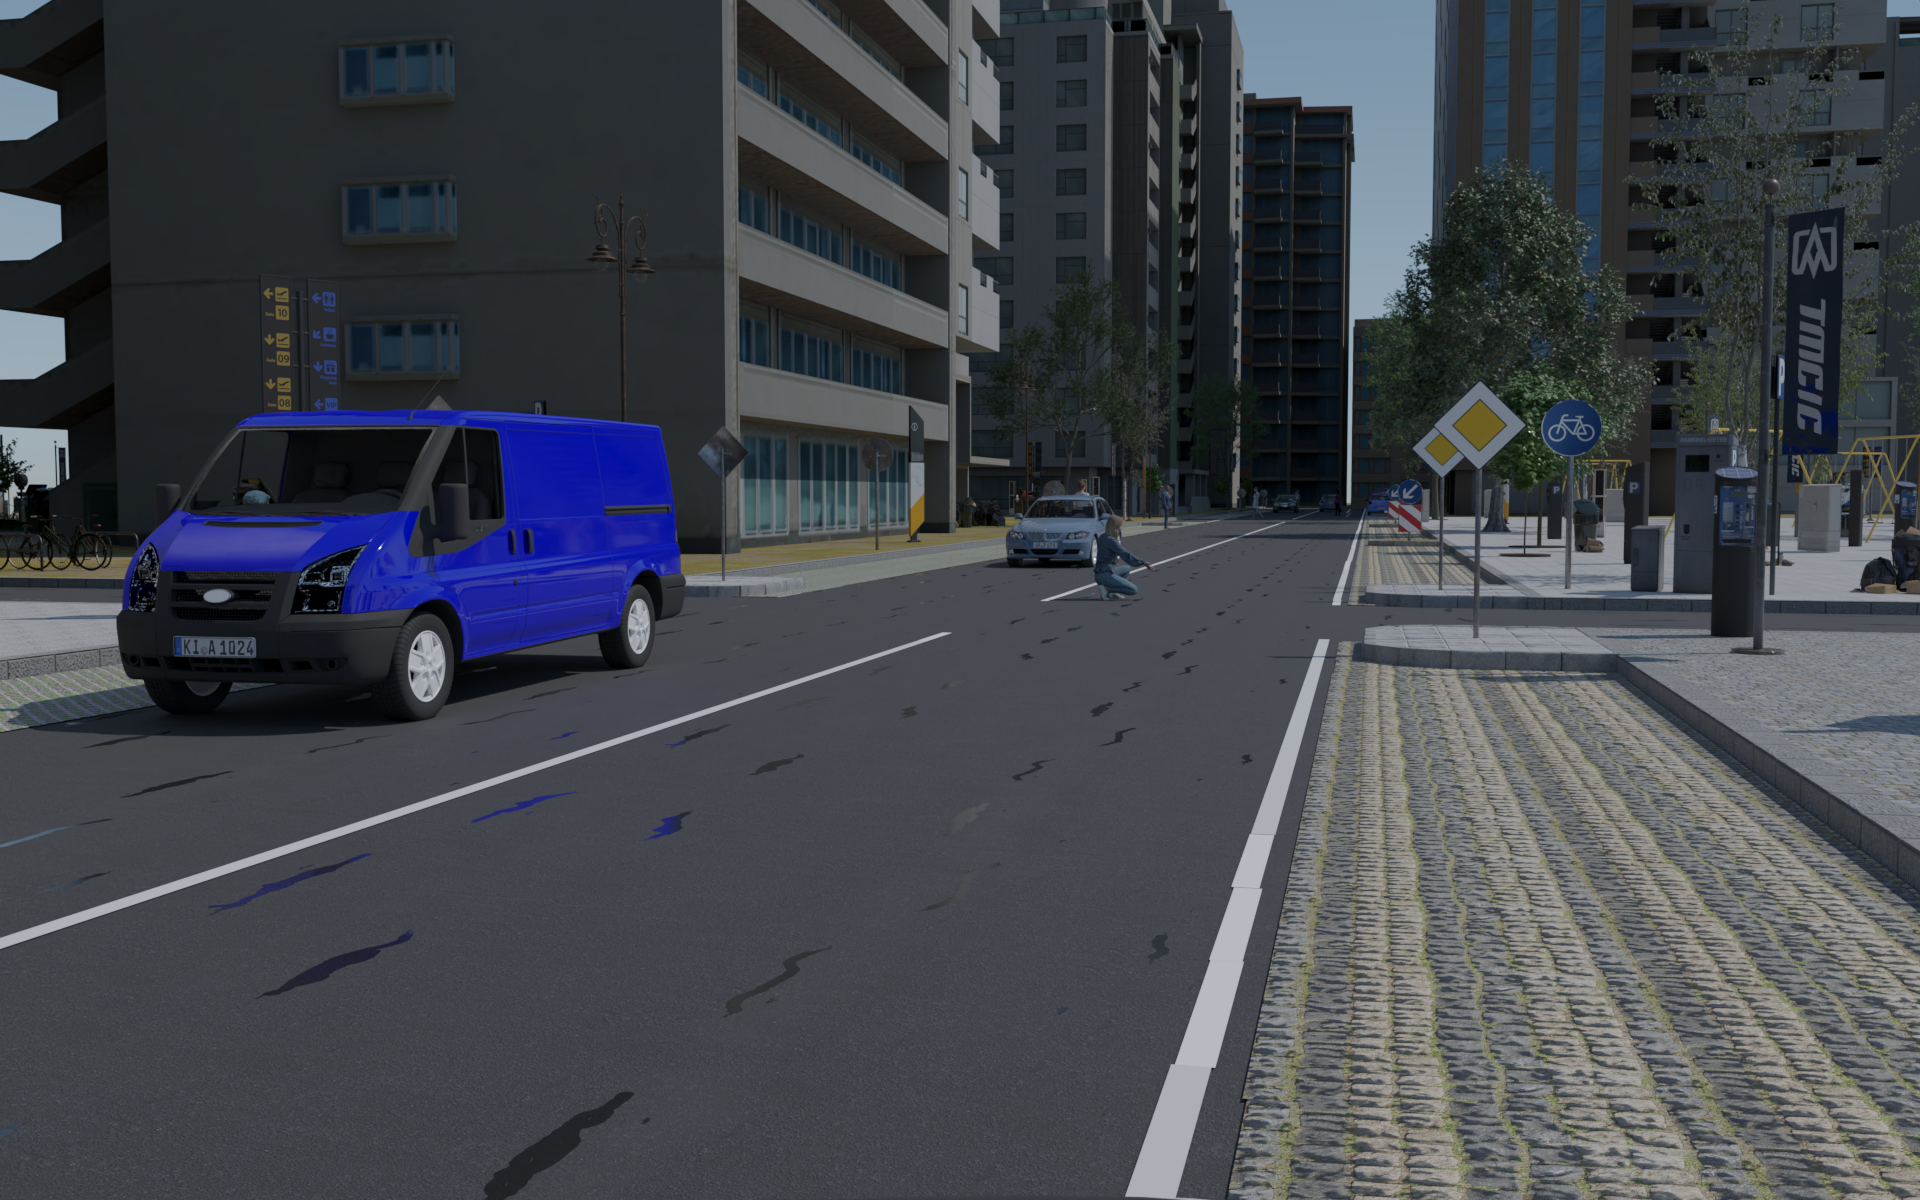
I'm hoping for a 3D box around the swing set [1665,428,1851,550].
[{"bbox_3d":[19.173,-2.708,41.902,3.119,2.851,2.862,-2,4,-33],"label":"swing set"}]

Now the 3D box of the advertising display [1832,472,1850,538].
[{"bbox_3d":[25.970,-2.788,50.799,0.974,1.923,0.123,-1,4,-20],"label":"advertising display"}]

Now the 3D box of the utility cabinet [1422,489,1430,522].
[{"bbox_3d":[21.285,-4.316,79.241,0.318,1.500,1.173,1,4,13],"label":"utility cabinet"}]

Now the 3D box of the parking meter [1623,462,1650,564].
[{"bbox_3d":[12.386,-1.592,31.746,0.255,1.863,0.399,-3,5,-43],"label":"parking meter"}]

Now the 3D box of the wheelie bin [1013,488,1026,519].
[{"bbox_3d":[3.089,-4.878,87.656,0.693,1.594,0.980,1,4,13],"label":"wheelie bin"}]

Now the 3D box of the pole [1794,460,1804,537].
[{"bbox_3d":[24.881,-3.515,51.319,0.158,3.312,0.155,0,3,0],"label":"pole"}]

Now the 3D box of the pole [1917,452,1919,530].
[{"bbox_3d":[32.767,-3.985,59.001,0.158,3.312,0.155,0,3,0],"label":"pole"}]

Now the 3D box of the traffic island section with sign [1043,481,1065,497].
[{"bbox_3d":[2.693,-2.549,50.297,1.989,1.847,2.006,1,4,13],"label":"traffic island section with sign"}]

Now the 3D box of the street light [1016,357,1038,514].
[{"bbox_3d":[2.268,-5.251,58.634,0.468,5.910,1.993,1,4,13],"label":"street light"}]

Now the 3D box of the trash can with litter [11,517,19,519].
[{"bbox_3d":[-47.490,-4.623,86.644,2.233,1.210,1.678,-2,4,-24],"label":"trash can with litter"}]

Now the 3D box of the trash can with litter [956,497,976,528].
[{"bbox_3d":[0.042,-3.320,65.665,1.055,1.170,0.624,-2,4,-32],"label":"trash can with litter"}]

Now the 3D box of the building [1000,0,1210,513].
[{"bbox_3d":[1.815,-26.661,127.786,32.217,40.220,23.993,1,4,13],"label":"building"}]

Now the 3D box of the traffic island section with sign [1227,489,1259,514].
[{"bbox_3d":[20.327,-7.107,124.834,1.989,1.847,2.006,1,4,13],"label":"traffic island section with sign"}]

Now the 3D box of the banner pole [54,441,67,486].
[{"bbox_3d":[-42.255,-5.586,81.342,0.401,3.779,0.863,1,4,15],"label":"banner pole"}]

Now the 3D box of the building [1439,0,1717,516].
[{"bbox_3d":[37.178,-27.875,105.871,14.600,45.320,14.200,1,4,13],"label":"building"}]

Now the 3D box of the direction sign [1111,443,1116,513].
[{"bbox_3d":[6.780,-5.173,76.577,0.379,3.537,0.876,1,4,15],"label":"direction sign"}]

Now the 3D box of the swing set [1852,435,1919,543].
[{"bbox_3d":[25.232,-3.017,46.943,2.862,2.851,3.119,0,4,-3],"label":"swing set"}]

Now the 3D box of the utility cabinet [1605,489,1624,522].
[{"bbox_3d":[29.420,-4.192,77.219,1.173,1.500,0.318,1,4,19],"label":"utility cabinet"}]

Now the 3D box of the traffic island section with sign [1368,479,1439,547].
[{"bbox_3d":[12.315,-2.402,47.900,1.989,1.847,2.006,1,4,13],"label":"traffic island section with sign"}]

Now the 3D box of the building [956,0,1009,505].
[{"bbox_3d":[-13.471,-30.102,81.408,28.713,52.752,27.495,1,4,13],"label":"building"}]

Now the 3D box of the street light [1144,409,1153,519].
[{"bbox_3d":[9.913,-7.187,90.301,0.468,5.910,1.993,1,4,13],"label":"street light"}]

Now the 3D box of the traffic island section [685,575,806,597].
[{"bbox_3d":[-3.511,-0.200,25.558,2.009,0.180,2.903,1,4,13],"label":"traffic island section"}]

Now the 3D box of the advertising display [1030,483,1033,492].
[{"bbox_3d":[4.079,-5.616,97.037,0.123,1.923,0.974,1,4,15],"label":"advertising display"}]

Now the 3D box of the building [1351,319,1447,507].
[{"bbox_3d":[57.772,-21.047,189.159,28.899,21.520,27.650,1,4,13],"label":"building"}]

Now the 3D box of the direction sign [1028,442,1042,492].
[{"bbox_3d":[3.231,-5.119,75.690,0.876,3.537,0.379,3,5,41],"label":"direction sign"}]

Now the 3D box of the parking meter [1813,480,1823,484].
[{"bbox_3d":[34.435,-3.905,69.553,0.255,1.863,0.399,0,4,2],"label":"parking meter"}]

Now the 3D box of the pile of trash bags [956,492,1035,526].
[{"bbox_3d":[1.346,-3.650,69.434,3.447,1.369,1.912,0,4,-7],"label":"pile of trash bags"}]

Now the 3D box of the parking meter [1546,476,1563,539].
[{"bbox_3d":[16.871,-2.657,49.157,0.399,1.863,0.255,0,4,4],"label":"parking meter"}]

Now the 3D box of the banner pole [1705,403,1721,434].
[{"bbox_3d":[20.635,-3.523,47.612,0.863,3.779,0.401,-3,4,-37],"label":"banner pole"}]

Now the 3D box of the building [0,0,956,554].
[{"bbox_3d":[-12.918,-25.952,48.025,21.300,48.544,21.600,1,4,13],"label":"building"}]

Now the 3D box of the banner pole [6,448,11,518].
[{"bbox_3d":[-50.921,-6.275,92.613,0.401,3.779,0.863,-1,4,-22],"label":"banner pole"}]

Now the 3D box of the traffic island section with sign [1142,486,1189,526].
[{"bbox_3d":[9.350,-4.271,78.461,1.989,1.847,2.006,1,4,13],"label":"traffic island section with sign"}]

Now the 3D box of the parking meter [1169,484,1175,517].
[{"bbox_3d":[12.037,-5.695,98.817,0.399,1.863,0.255,3,4,39],"label":"parking meter"}]

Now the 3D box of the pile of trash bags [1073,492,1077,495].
[{"bbox_3d":[4.678,-4.505,83.401,1.912,1.369,3.447,-3,5,-43],"label":"pile of trash bags"}]

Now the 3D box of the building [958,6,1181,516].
[{"bbox_3d":[5.885,-20.543,107.586,14.160,30.474,14.107,1,4,13],"label":"building"}]

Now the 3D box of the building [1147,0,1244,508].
[{"bbox_3d":[15.391,-33.084,164.631,21.600,48.544,21.300,1,4,13],"label":"building"}]

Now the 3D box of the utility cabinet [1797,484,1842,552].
[{"bbox_3d":[18.979,-1.810,38.276,0.318,1.500,1.173,0,4,-4],"label":"utility cabinet"}]

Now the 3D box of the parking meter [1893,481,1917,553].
[{"bbox_3d":[18.190,-1.524,33.331,0.372,1.533,0.369,0,3,0],"label":"parking meter"}]

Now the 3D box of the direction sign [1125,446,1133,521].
[{"bbox_3d":[8.011,-5.501,81.939,0.379,3.537,0.876,0,4,3],"label":"direction sign"}]

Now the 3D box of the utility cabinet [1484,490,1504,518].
[{"bbox_3d":[28.092,-5.031,90.934,0.318,1.500,1.173,-3,4,-36],"label":"utility cabinet"}]

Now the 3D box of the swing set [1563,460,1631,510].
[{"bbox_3d":[29.338,-5.026,79.801,3.119,2.851,2.862,0,4,-7],"label":"swing set"}]

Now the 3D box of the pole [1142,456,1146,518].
[{"bbox_3d":[9.781,-6.001,91.957,0.158,3.312,0.155,0,3,0],"label":"pole"}]

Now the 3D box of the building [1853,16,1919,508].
[{"bbox_3d":[81.561,-28.640,151.852,14.086,41.232,14.154,1,4,13],"label":"building"}]

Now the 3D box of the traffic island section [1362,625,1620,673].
[{"bbox_3d":[4.616,0.419,15.432,2.009,0.180,2.903,1,4,13],"label":"traffic island section"}]

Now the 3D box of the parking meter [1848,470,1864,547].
[{"bbox_3d":[21.882,-2.237,42.281,0.255,1.863,0.399,3,4,37],"label":"parking meter"}]

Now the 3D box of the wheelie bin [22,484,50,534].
[{"bbox_3d":[-29.218,-2.879,54.974,0.693,1.594,0.980,2,4,25],"label":"wheelie bin"}]

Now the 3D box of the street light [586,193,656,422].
[{"bbox_3d":[-5.233,-3.312,26.933,0.468,5.910,1.993,1,4,13],"label":"street light"}]

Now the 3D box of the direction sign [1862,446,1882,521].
[{"bbox_3d":[43.526,-5.548,82.709,0.379,3.537,0.876,-3,4,-38],"label":"direction sign"}]

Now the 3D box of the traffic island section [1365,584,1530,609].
[{"bbox_3d":[6.455,-0.056,23.203,2.009,0.180,2.903,1,4,13],"label":"traffic island section"}]

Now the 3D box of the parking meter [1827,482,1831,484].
[{"bbox_3d":[36.413,-4.104,72.818,0.399,1.863,0.255,1,4,19],"label":"parking meter"}]

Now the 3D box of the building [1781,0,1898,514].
[{"bbox_3d":[48.597,-32.727,124.333,28.713,52.752,27.495,1,4,13],"label":"building"}]

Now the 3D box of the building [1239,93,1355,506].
[{"bbox_3d":[28.910,-32.919,192.851,28.867,44.769,22.147,1,4,13],"label":"building"}]

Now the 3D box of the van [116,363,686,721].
[{"bbox_3d":[-3.886,-0.517,12.843,2.240,2.365,5.245,1,4,12],"label":"van"}]

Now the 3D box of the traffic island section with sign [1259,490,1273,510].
[{"bbox_3d":[26.539,-8.712,151.067,1.989,1.847,2.006,1,4,13],"label":"traffic island section with sign"}]

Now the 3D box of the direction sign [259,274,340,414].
[{"bbox_3d":[-6.922,-1.605,18.243,0.379,3.537,0.876,3,4,38],"label":"direction sign"}]

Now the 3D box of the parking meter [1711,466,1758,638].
[{"bbox_3d":[6.985,-0.440,15.605,0.372,1.533,0.369,0,3,0],"label":"parking meter"}]

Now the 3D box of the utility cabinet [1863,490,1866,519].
[{"bbox_3d":[46.084,-4.939,89.425,1.173,1.500,0.318,1,4,20],"label":"utility cabinet"}]

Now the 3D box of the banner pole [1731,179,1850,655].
[{"bbox_3d":[6.560,-1.447,13.670,0.401,3.779,0.863,-2,4,-31],"label":"banner pole"}]
